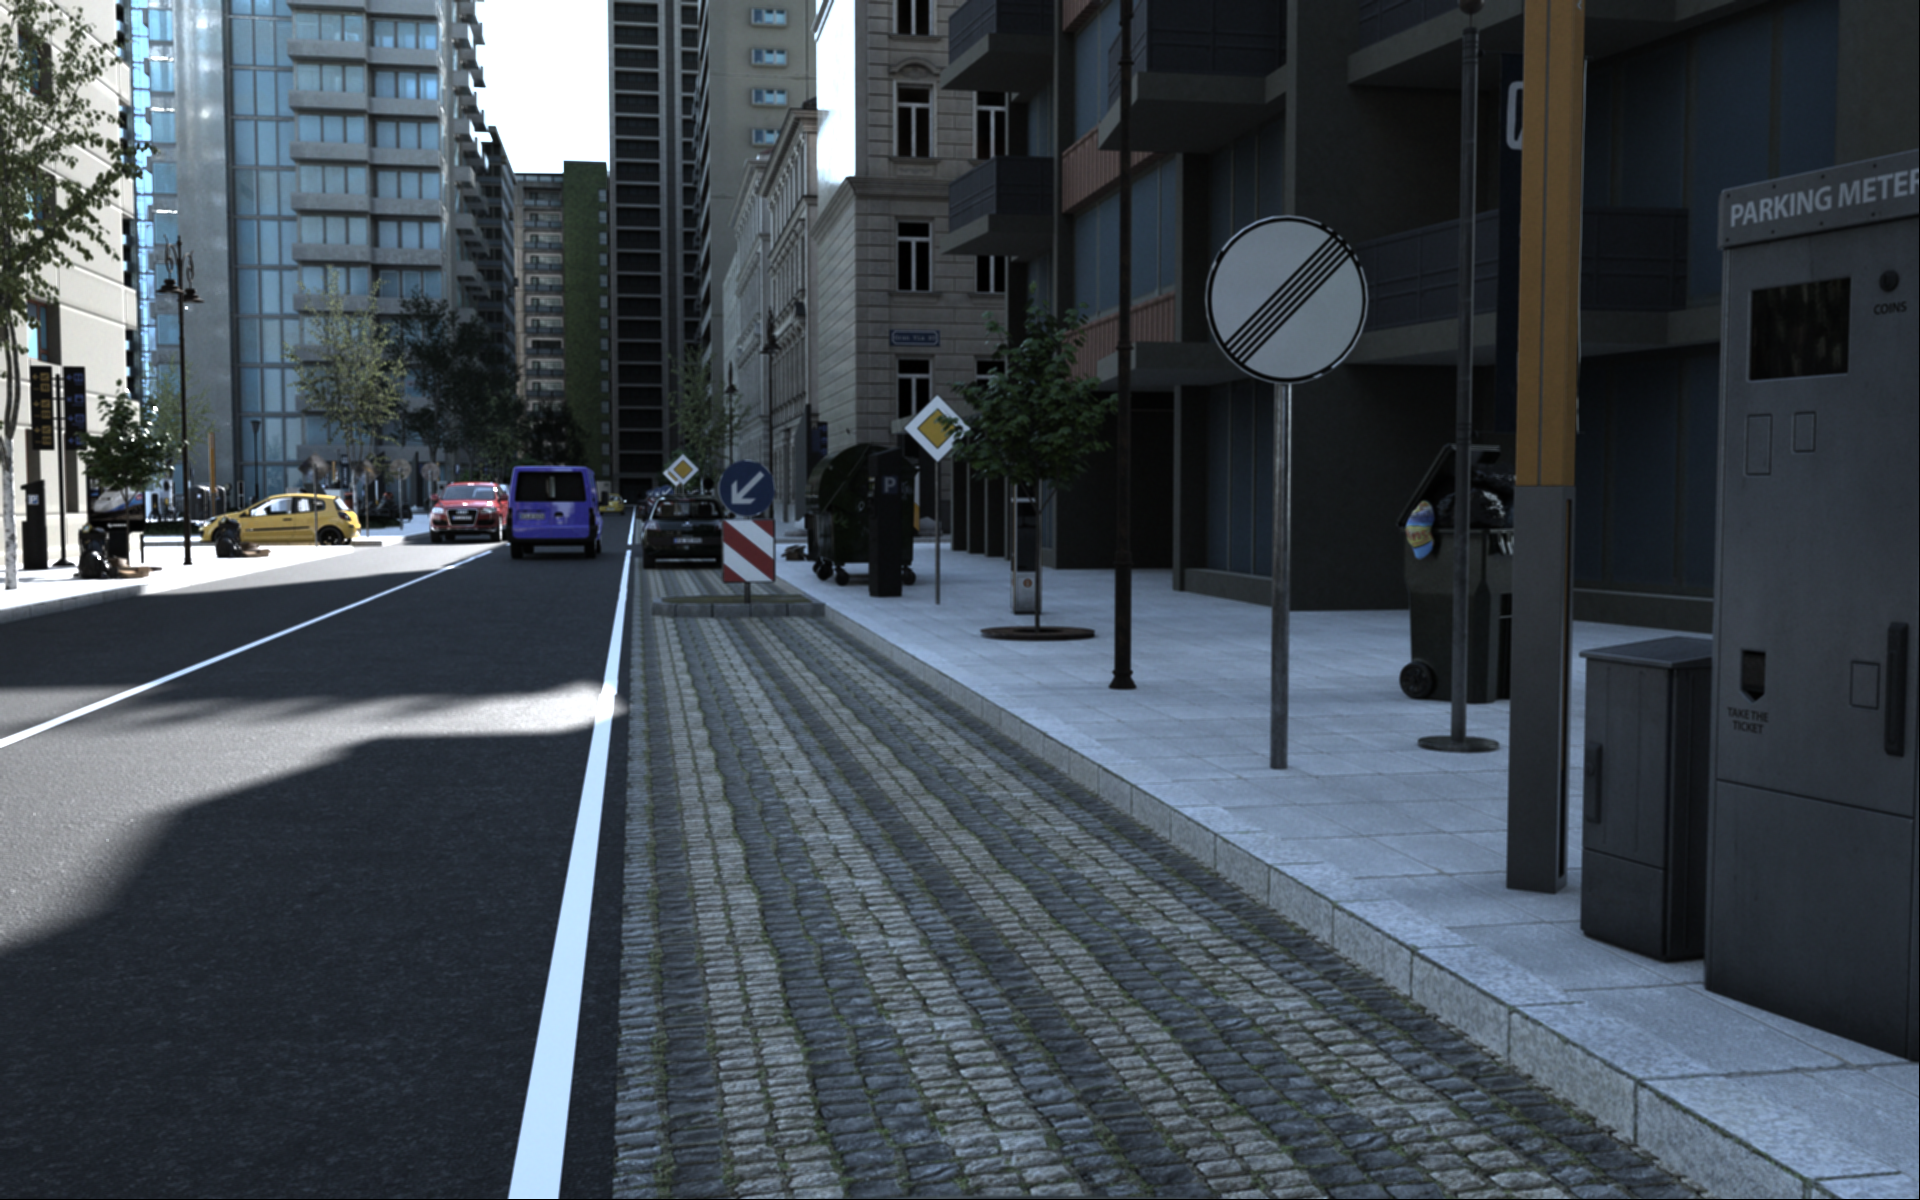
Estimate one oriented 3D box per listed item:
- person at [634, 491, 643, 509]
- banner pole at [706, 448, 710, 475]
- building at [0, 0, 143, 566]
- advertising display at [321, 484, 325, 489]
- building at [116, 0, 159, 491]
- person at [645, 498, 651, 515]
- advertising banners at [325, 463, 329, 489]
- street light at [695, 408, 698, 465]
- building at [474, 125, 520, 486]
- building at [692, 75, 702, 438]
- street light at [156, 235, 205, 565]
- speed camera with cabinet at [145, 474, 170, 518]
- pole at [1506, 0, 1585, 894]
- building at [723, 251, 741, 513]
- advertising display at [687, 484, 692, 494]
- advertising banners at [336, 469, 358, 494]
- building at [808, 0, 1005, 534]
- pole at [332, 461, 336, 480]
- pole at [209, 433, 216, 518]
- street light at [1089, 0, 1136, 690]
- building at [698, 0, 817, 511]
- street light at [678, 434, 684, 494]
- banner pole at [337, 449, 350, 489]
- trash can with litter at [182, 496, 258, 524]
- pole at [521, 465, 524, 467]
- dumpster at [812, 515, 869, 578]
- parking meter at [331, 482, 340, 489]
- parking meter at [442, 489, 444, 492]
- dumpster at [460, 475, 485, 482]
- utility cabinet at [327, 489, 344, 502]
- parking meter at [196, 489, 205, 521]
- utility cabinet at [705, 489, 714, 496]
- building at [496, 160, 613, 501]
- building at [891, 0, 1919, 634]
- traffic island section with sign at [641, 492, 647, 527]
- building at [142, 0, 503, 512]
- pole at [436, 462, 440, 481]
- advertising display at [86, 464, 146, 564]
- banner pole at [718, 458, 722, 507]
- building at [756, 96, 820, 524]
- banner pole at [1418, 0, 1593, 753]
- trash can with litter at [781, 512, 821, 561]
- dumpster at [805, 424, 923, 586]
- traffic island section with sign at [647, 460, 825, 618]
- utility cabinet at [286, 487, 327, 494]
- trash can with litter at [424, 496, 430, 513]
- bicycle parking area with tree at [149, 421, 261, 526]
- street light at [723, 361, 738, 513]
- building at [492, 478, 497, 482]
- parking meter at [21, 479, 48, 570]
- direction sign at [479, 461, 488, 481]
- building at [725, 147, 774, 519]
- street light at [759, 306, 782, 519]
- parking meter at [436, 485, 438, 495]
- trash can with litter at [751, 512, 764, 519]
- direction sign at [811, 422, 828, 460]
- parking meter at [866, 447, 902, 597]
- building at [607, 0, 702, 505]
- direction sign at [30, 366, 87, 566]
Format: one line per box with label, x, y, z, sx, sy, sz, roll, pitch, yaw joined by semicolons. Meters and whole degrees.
person;-31.899;-9.945;171.928;0.721;1.723;1.217;2;4;35
banner pole;-13.763;-6.400;94.664;0.401;3.779;0.863;-1;4;-22
building;-30.363;-10.871;22.778;28.899;21.520;27.650;-1;4;-11
advertising display;-41.411;-6.516;111.751;0.974;1.923;0.123;-3;4;-36
building;-85.352;-52.670;173.821;31.000;86.520;22.319;-1;4;-11
person;-21.579;-6.479;119.935;0.738;1.151;1.012;0;4;4
advertising banners;-35.772;-6.170;97.069;0.090;3.025;2.074;0;4;2
street light;-14.022;-7.317;92.425;0.468;5.910;1.993;-1;4;-11
building;-57.515;-29.608;175.976;23.993;40.220;32.217;-1;4;-11
building;-16.764;-34.502;183.720;23.786;49.044;30.456;-1;4;-11
street light;-13.953;-3.568;31.125;0.468;5.910;1.993;-1;4;-11
speed camera with cabinet;-43.705;-6.099;94.046;0.660;3.252;2.038;0;4;4
pole;1.884;-0.716;5.556;0.158;3.312;0.155;0;3;0
building;-10.418;-16.088;117.782;10.420;20.320;16.860;-1;4;-11
advertising display;-15.698;-5.949;102.478;0.974;1.923;0.123;1;4;17
advertising banners;-42.775;-7.598;120.413;2.074;3.025;0.090;1;4;19
building;7.546;-16.177;61.750;25.104;27.353;12.463;-1;4;-11
pole;-38.699;-6.928;107.120;0.158;3.312;0.155;0;3;0
pole;-24.844;-3.898;57.575;0.158;3.312;0.155;0;3;0
street light;1.075;-2.354;11.273;0.468;5.910;1.993;-1;4;-11
building;-10.495;-31.832;144.151;21.300;48.544;21.600;-1;4;-11
street light;-19.936;-9.244;123.932;0.468;5.910;1.993;-1;4;-11
banner pole;-34.462;-6.525;96.700;0.401;3.779;0.863;3;5;40
trash can with litter;-26.216;-3.111;61.919;1.678;1.210;2.233;2;4;34
pole;-31.103;-7.915;123.246;0.158;3.312;0.155;0;3;0
dumpster;-1.649;-1.309;27.167;1.264;1.857;1.865;-1;4;-11
parking meter;-31.291;-4.960;86.807;0.399;1.863;0.255;2;4;35
parking meter;-22.535;-4.140;76.094;0.372;1.533;0.369;0;3;0
dumpster;-24.394;-5.165;86.934;1.502;2.255;1.985;-1;4;-10
utility cabinet;-29.710;-4.482;81.964;1.173;1.500;0.318;1;4;17
parking meter;-36.525;-4.580;83.300;0.372;1.533;0.369;0;3;0
utility cabinet;-11.593;-4.373;80.178;0.318;1.500;1.173;-1;4;-15
building;-50.261;-32.448;214.126;14.086;41.232;14.154;-1;4;-11
building;11.545;-22.806;27.510;22.147;44.769;28.867;-1;4;-11
traffic island section with sign;-13.015;-4.130;76.147;1.989;1.847;2.006;-1;4;-11
building;-48.661;-31.481;134.326;23.786;49.044;30.456;-1;4;-11
pole;-33.266;-7.132;110.452;0.158;3.312;0.155;0;3;0
advertising display;-15.415;-1.617;31.655;0.974;1.923;0.123;-3;5;-41
banner pole;-16.183;-7.771;117.065;0.401;3.779;0.863;1;4;11
building;-3.201;-13.061;78.178;10.561;19.102;19.286;-1;4;-11
banner pole;2.755;-1.144;8.716;0.863;3.779;0.401;-1;4;-11
trash can with litter;-2.937;-1.342;33.336;1.055;1.170;0.624;1;4;18
dumpster;-1.388;-1.374;24.962;1.502;2.255;1.985;-1;4;-10
traffic island section with sign;-2.720;-0.752;20.918;1.989;1.847;2.006;-1;4;-11
utility cabinet;-22.125;-3.049;58.528;1.173;1.500;0.318;-2;4;-24
trash can with litter;-35.604;-6.447;116.794;1.055;1.170;0.624;-1;4;-18
bicycle parking area with tree;-30.163;-4.932;67.646;8.231;4.147;9.016;1;4;14
street light;-7.952;-5.343;60.142;0.468;5.910;1.993;-1;4;-11
building;-64.078;-26.909;211.659;14.107;30.474;14.160;-1;4;-11
parking meter;-15.760;-1.289;29.482;0.372;1.533;0.369;0;3;0
direction sign;-32.740;-7.769;119.022;0.876;3.537;0.379;3;4;38
building;-6.974;-16.070;98.898;11.583;22.565;21.152;-1;4;-11
street light;-4.671;-4.281;42.775;0.468;5.910;1.993;-1;4;-11
parking meter;-32.750;-6.284;108.456;0.255;1.863;0.399;0;4;-1
trash can with litter;-8.104;-3.356;65.931;2.233;1.210;1.678;-2;4;-27
direction sign;-4.548;-3.801;54.151;0.876;3.537;0.379;-2;4;-27
parking meter;-0.947;-0.975;21.649;0.399;1.863;0.255;-2;4;-30
building;-33.699;-47.754;219.021;20.611;71.187;20.563;-1;4;-11
direction sign;-15.977;-2.371;30.770;0.876;3.537;0.379;-1;4;-17
